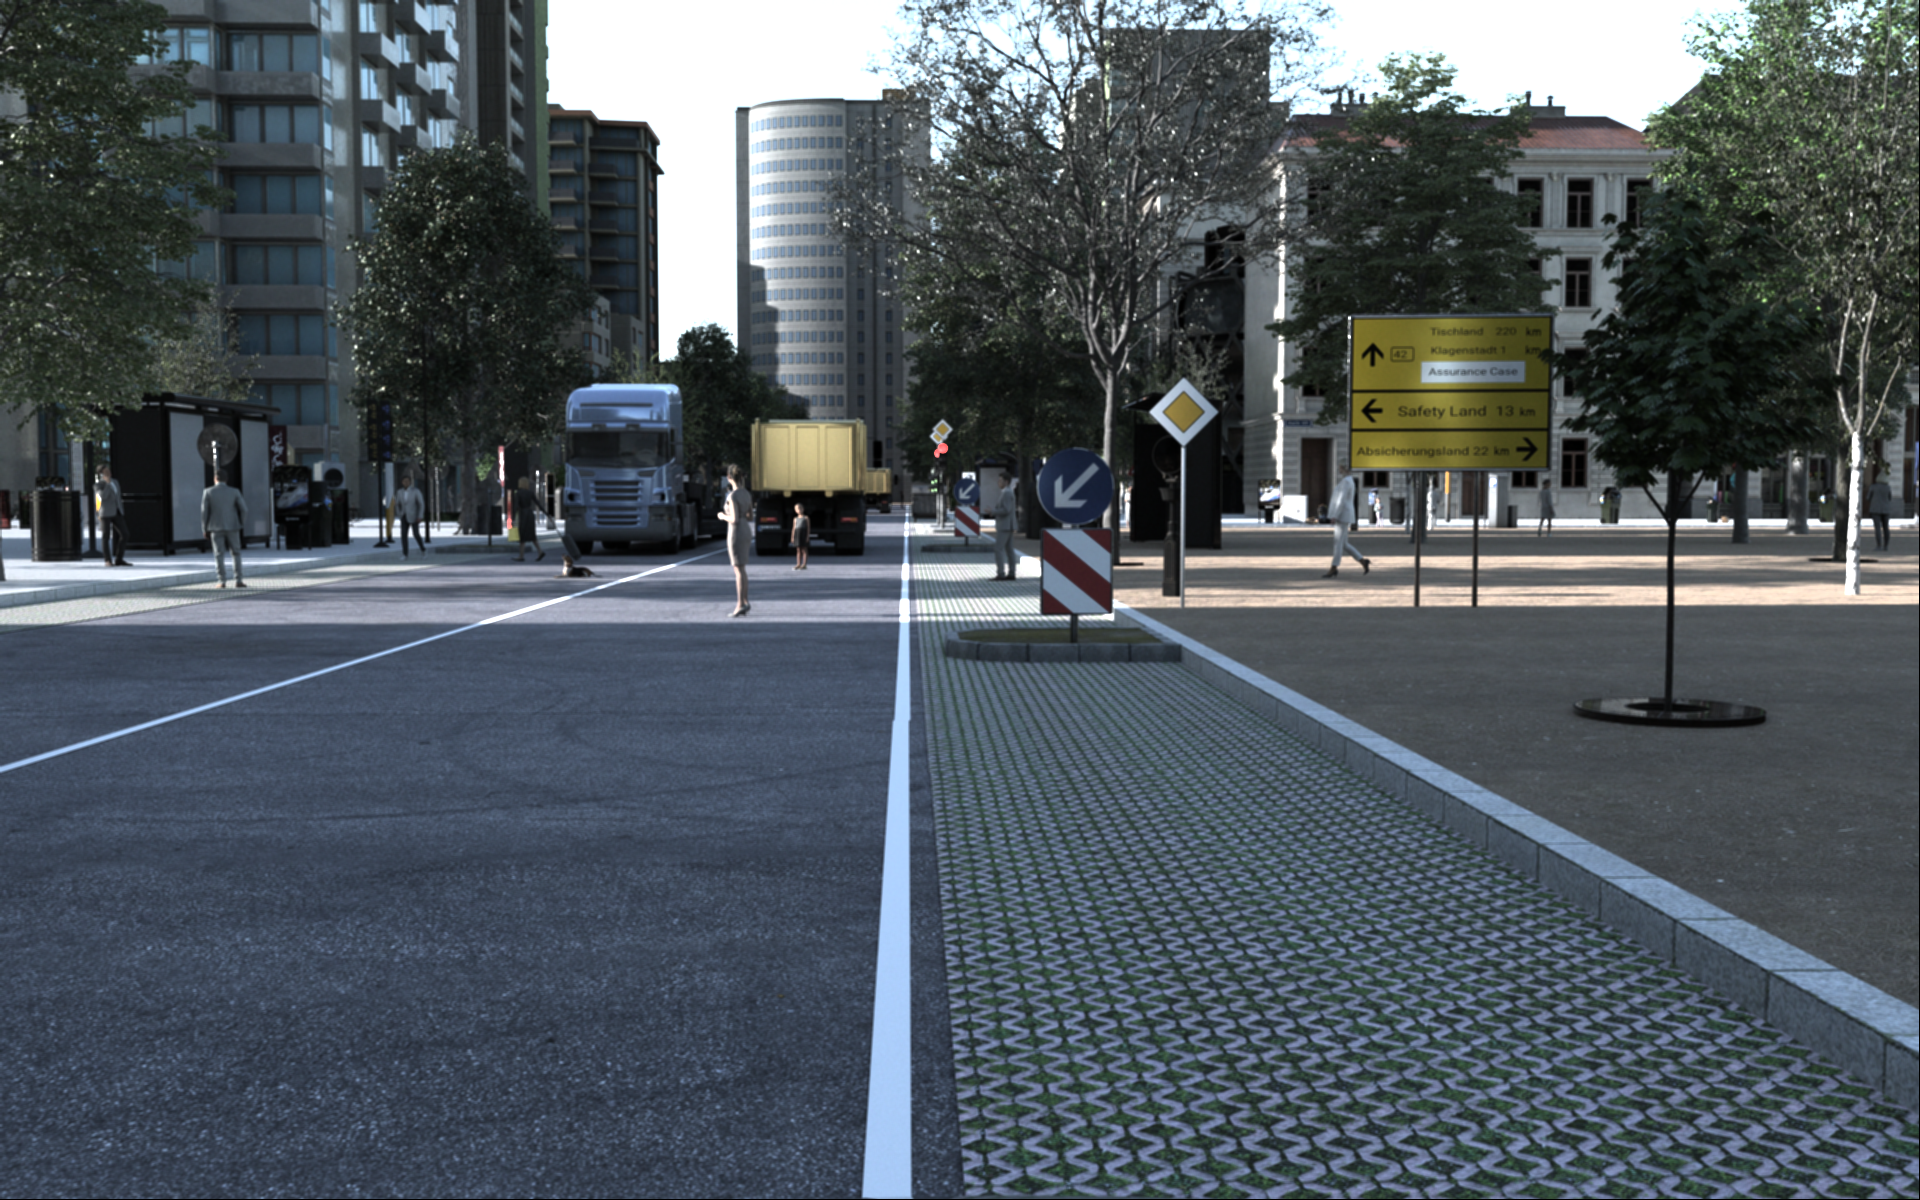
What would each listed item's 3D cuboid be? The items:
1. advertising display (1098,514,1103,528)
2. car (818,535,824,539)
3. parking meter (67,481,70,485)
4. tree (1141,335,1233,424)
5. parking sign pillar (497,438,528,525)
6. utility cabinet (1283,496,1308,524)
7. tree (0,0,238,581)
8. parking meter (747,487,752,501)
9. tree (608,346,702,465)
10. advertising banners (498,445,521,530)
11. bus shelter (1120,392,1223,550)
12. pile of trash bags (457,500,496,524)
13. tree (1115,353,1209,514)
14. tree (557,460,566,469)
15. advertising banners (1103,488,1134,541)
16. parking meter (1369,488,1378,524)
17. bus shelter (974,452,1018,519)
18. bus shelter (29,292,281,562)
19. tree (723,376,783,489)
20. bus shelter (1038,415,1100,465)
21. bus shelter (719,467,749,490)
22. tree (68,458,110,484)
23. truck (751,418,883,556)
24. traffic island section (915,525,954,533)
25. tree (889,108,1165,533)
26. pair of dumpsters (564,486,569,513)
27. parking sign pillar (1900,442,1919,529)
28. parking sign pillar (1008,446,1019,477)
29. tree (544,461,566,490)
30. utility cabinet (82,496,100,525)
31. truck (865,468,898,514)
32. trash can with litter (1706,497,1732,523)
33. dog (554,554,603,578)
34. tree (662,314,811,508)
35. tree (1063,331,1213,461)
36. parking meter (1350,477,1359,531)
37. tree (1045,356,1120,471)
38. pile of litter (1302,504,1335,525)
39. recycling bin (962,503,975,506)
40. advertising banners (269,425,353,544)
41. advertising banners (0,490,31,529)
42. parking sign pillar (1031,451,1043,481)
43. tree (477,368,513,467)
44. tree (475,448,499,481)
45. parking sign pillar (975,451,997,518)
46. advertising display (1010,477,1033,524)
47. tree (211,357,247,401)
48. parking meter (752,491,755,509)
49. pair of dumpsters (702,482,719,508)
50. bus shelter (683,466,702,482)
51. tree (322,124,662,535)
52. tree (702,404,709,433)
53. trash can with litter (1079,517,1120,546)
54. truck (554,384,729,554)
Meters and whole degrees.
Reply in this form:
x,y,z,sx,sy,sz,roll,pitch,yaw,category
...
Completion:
x,y,z,sx,sy,sz,roll,pitch,yaw,category
4.082,-2.776,50.606,0.123,1.923,0.974,-1,4,-9,advertising display
-5.141,-2.691,55.995,2.014,1.417,4.499,0,4,-1,car
-38.771,-4.280,75.691,0.255,1.863,0.399,0,4,-1,parking meter
10.737,-7.960,80.515,4.360,8.622,3.978,0,3,0,tree
-18.566,-5.103,71.912,1.447,3.967,1.447,3,4,36,parking sign pillar
14.483,-3.893,74.808,1.020,1.237,0.306,2,4,30,utility cabinet
-14.707,-6.555,25.294,7.486,12.596,7.792,0,3,0,tree
-16.829,-8.124,138.533,0.399,1.863,0.255,3,4,38,parking meter
-16.006,-8.252,85.277,4.737,8.622,4.395,0,3,0,tree
-16.077,-4.016,61.851,0.090,3.025,2.074,-2,4,-35,advertising banners
5.205,-3.168,43.075,1.731,3.624,6.357,0,4,-2,bus shelter
-19.969,-3.995,75.062,1.912,1.369,3.447,2,4,33,pile of trash bags
11.111,-8.599,90.959,4.737,8.622,4.395,0,3,0,tree
-29.058,-9.076,132.099,4.285,4.588,4.351,0,3,0,tree
4.858,-3.121,47.224,2.074,3.025,0.090,1,4,11,advertising banners
17.584,-3.990,73.647,0.372,1.533,0.369,0,3,0,parking meter
1.812,-5.596,85.413,2.014,3.302,5.546,0,4,-2,bus shelter
-17.183,-3.631,36.996,2.179,5.291,8.768,0,4,-2,bus shelter
-18.301,-13.537,147.087,9.928,11.665,9.643,0,3,0,tree
4.629,-6.018,76.027,2.179,5.291,8.768,0,4,-2,bus shelter
-17.563,-8.553,133.759,2.014,3.302,5.546,0,4,-2,bus shelter
-40.128,-5.229,80.087,1.663,3.219,1.824,0,3,0,tree
-3.677,-2.937,43.945,3.469,3.379,9.791,0,4,-3,truck
-0.624,-2.597,64.748,2.009,0.180,2.903,0,4,-2,traffic island section
2.206,-9.173,56.631,9.857,13.997,8.962,0,3,0,tree
-16.049,-4.417,74.715,1.574,2.255,4.437,0,4,-2,pair of dumpsters
35.557,-4.612,63.881,1.447,3.967,1.447,2,4,24,parking sign pillar
3.139,-6.685,97.775,1.447,3.967,1.447,2,4,26,parking sign pillar
-20.906,-5.906,91.157,1.663,3.219,1.824,0,3,0,tree
-35.799,-3.652,70.879,1.020,1.237,0.306,0,4,-7,utility cabinet
-6.415,-8.113,128.565,3.469,3.379,9.791,0,4,-1,truck
33.727,-4.012,76.979,1.055,1.170,0.624,2,4,30,trash can with litter
-6.552,-0.583,29.721,0.748,0.427,0.550,1,4,10,dog
-16.008,-11.852,110.787,9.611,12.733,9.660,0,3,0,tree
9.858,-9.979,97.566,8.767,10.594,7.601,0,4,4,tree
13.827,-3.364,60.712,0.255,1.863,0.399,1,4,13,parking meter
8.439,-13.590,140.323,7.486,12.596,7.792,0,3,0,tree
15.076,-3.607,72.938,1.719,0.858,1.176,-1,4,-13,pile of litter
0.511,-5.228,98.032,0.722,1.027,0.722,-1,4,-10,recycling bin
-16.546,-2.926,44.027,2.074,3.025,0.090,0,4,-8,advertising banners
-35.065,-4.114,63.458,2.074,3.025,0.090,-3,4,-37,advertising banners
4.550,-6.559,95.709,1.447,3.967,1.447,-2,4,-27,parking sign pillar
-26.163,-9.101,99.160,4.360,8.622,3.978,0,3,0,tree
-31.855,-8.286,119.195,4.285,4.588,4.351,0,3,0,tree
1.461,-6.403,93.159,1.447,3.967,1.447,-2,4,-25,parking sign pillar
2.213,-3.589,63.891,0.974,1.923,0.123,-1,4,-9,advertising display
-32.898,-7.541,73.665,4.737,8.622,4.395,0,3,0,tree
-17.436,-8.402,145.789,0.372,1.533,0.369,0,3,0,parking meter
-19.930,-8.221,136.910,1.574,2.255,4.437,0,4,-2,pair of dumpsters
-19.521,-7.851,122.293,2.014,3.302,5.546,0,4,-2,bus shelter
-15.413,-8.394,54.243,9.611,12.733,9.660,0,3,0,tree
-15.504,-8.673,92.165,4.737,8.622,4.395,0,3,0,tree
3.227,-1.781,40.511,1.055,1.170,0.624,1,4,9,trash can with litter
-8.250,-3.577,48.239,2.967,4.110,18.799,0,4,-3,truck
